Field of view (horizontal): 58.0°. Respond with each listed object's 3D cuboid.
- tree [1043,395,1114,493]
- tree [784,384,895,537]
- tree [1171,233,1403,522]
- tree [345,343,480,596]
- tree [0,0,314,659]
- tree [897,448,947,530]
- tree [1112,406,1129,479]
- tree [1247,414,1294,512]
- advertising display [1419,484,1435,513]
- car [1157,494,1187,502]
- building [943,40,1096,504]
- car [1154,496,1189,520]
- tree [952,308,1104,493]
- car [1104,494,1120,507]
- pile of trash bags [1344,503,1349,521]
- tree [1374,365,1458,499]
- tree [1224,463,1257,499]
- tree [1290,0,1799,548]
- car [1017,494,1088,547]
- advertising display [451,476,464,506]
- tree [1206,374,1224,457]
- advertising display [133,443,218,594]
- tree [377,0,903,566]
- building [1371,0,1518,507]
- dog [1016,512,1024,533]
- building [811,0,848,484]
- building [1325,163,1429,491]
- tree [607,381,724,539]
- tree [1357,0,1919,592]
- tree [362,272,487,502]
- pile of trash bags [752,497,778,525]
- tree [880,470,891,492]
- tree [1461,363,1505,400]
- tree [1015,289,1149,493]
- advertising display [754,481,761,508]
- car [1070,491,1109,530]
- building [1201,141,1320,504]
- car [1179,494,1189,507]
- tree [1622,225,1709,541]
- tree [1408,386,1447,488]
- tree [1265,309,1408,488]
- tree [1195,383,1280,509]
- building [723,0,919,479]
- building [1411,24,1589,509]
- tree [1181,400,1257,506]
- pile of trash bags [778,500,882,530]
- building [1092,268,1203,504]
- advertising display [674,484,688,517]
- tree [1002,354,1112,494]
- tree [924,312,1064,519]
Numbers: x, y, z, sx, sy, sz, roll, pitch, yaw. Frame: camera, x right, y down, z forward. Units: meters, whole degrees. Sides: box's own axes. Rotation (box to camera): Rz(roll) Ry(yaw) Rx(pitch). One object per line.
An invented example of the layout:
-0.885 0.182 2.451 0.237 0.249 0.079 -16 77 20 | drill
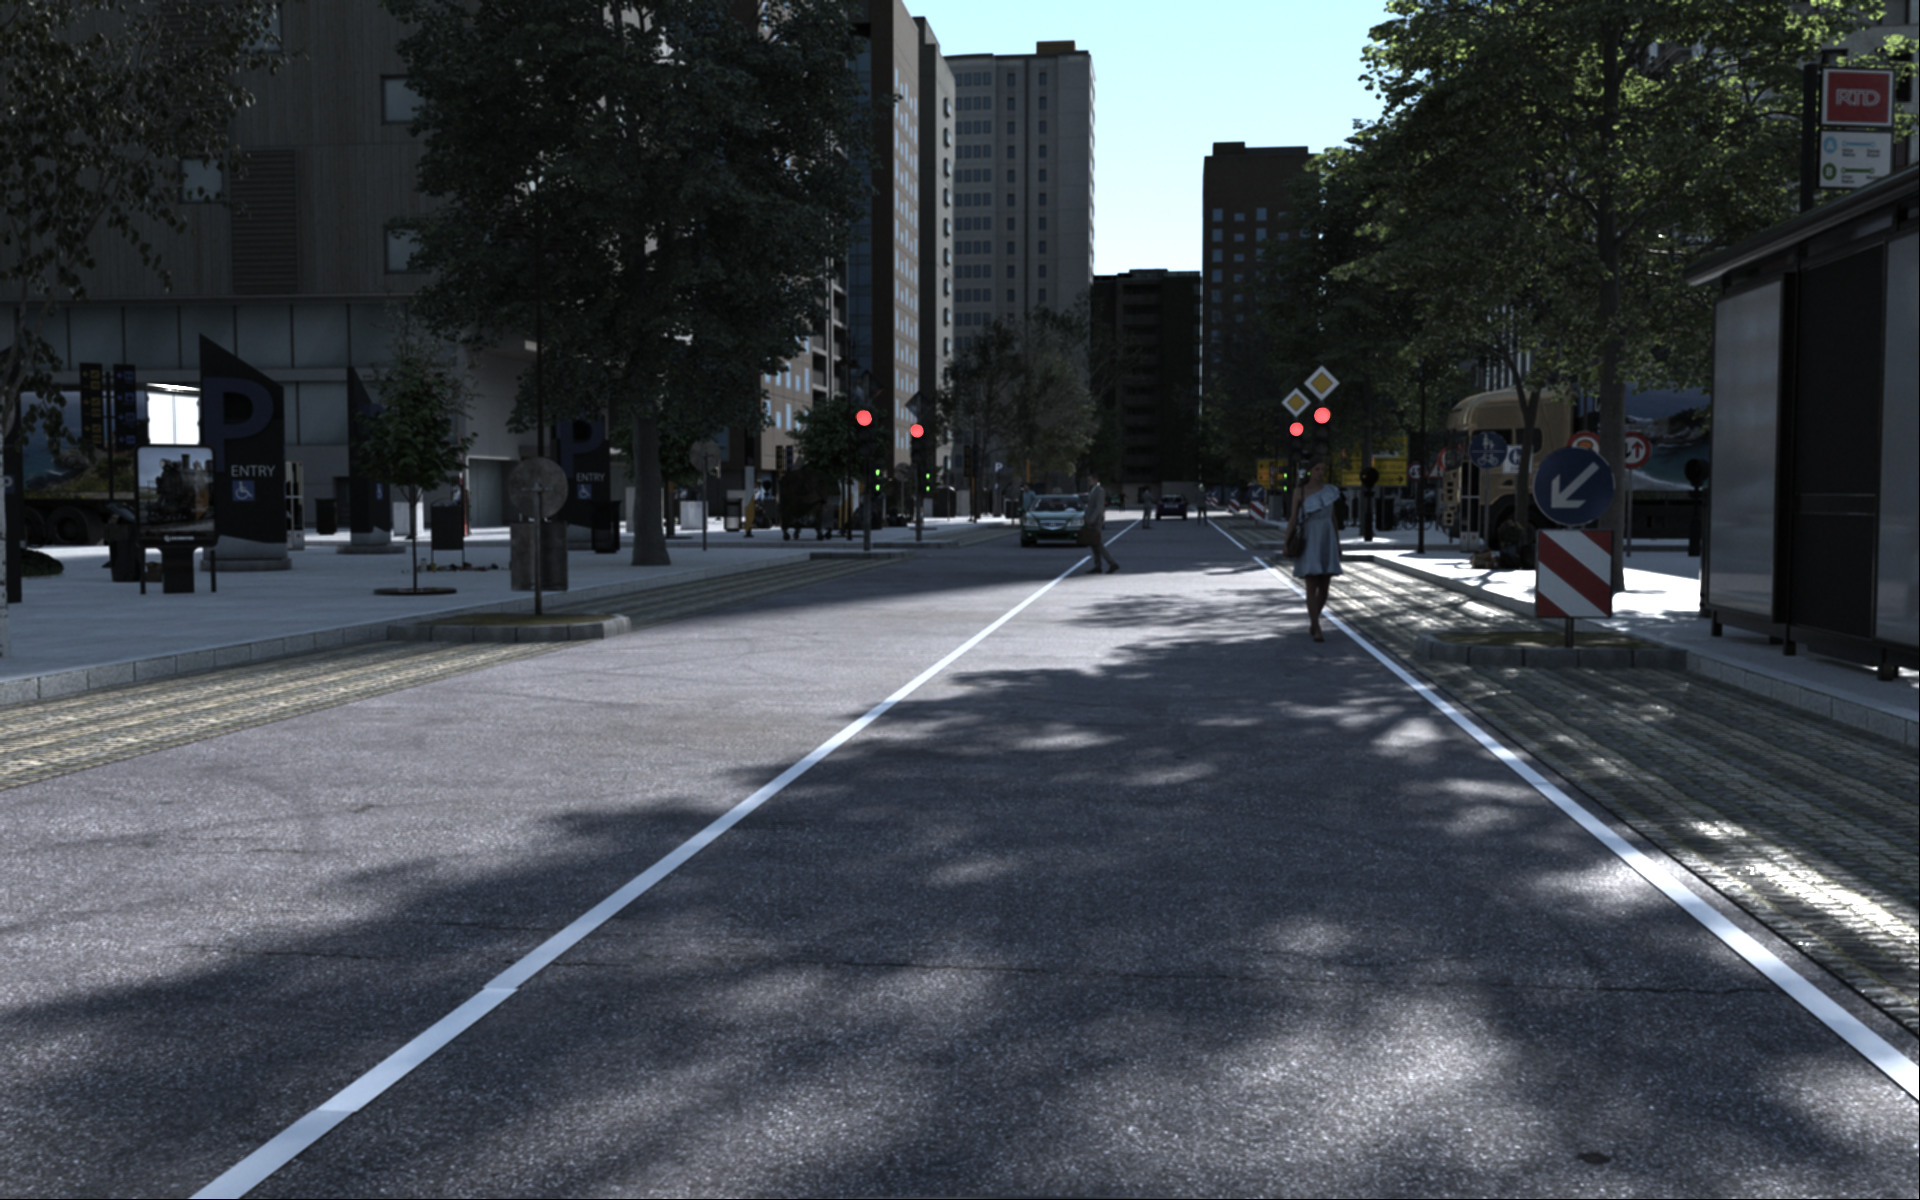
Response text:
12.342 -15.631 181.324 9.928 11.665 9.643 0 3 0 | tree
-3.596 -4.171 51.917 4.285 4.588 4.351 0 3 0 | tree
15.495 -10.432 80.927 12.009 13.543 11.850 0 3 0 | tree
-6.955 -1.700 22.394 1.663 3.219 1.824 0 3 0 | tree
-7.275 -3.853 13.352 4.360 8.622 3.978 0 3 0 | tree
-1.302 -4.151 62.473 1.663 3.219 1.824 0 3 0 | tree
15.600 -17.178 198.983 7.486 12.596 7.792 0 3 0 | tree
21.948 -10.570 123.175 4.360 8.622 3.978 0 3 0 | tree
28.672 -6.186 106.353 0.974 1.923 0.123 1 4 9 | advertising display
14.246 -6.524 116.451 2.009 1.686 4.222 1 4 8 | car
3.661 -42.086 230.106 28.212 58.520 21.231 0 4 7 | building
11.678 -5.080 95.637 1.945 1.354 3.894 0 4 7 | car
4.303 -12.488 114.547 12.009 13.543 11.850 0 3 0 | tree
16.901 -11.176 191.529 1.959 1.807 4.718 0 4 7 | car
18.305 -4.557 84.257 3.447 1.369 1.912 -2 4 -30 | pile of trash bags
23.988 -8.752 93.452 4.360 8.622 3.978 0 3 0 | tree
27.902 -11.517 172.014 4.285 4.588 4.351 0 3 0 | tree
10.217 -5.929 31.349 8.767 10.594 7.601 1 4 12 | tree
2.707 -2.229 48.242 2.131 1.459 4.920 0 4 6 | car
-18.046 -3.486 62.210 0.123 1.923 0.974 -3 4 -37 | advertising display
12.360 -8.203 52.252 7.486 12.596 7.792 0 3 0 | tree
-10.122 -1.050 22.374 0.974 1.923 0.123 -2 4 -35 | advertising display
-5.580 -7.591 30.766 9.857 13.997 8.962 0 3 0 | tree
51.748 -51.908 161.372 22.319 86.520 31.000 0 4 7 | building
2.489 -2.880 63.922 0.513 0.831 0.800 -3 4 -36 | dog
-17.468 -42.575 134.357 20.563 71.187 20.611 0 4 7 | building
60.126 -34.821 223.942 28.867 44.769 22.147 0 4 7 | building
-8.484 -4.057 50.046 4.285 4.588 4.351 0 3 0 | tree
8.469 -6.418 23.059 7.486 12.596 7.792 0 3 0 | tree
-18.104 -6.593 58.162 4.360 8.622 3.978 0 3 0 | tree
-7.269 -3.866 72.969 1.912 1.369 3.447 2 4 27 | pile of trash bags
-5.275 -7.410 115.750 1.663 3.219 1.824 0 3 0 | tree
29.441 -9.000 97.516 4.360 8.622 3.978 0 3 0 | tree
11.642 -18.468 157.839 12.611 20.169 13.585 0 3 0 | tree
-10.280 -5.018 87.260 0.123 1.923 0.974 1 4 20 | advertising display
4.963 -3.751 70.370 2.155 1.783 4.494 0 4 6 | car
38.282 -35.024 222.749 14.200 45.320 14.600 0 4 7 | building
18.100 -8.243 144.561 2.009 1.686 4.222 0 4 6 | car
19.111 -5.923 47.197 4.360 8.622 3.978 0 3 0 | tree
29.130 -9.781 110.280 4.737 8.622 4.395 0 3 0 | tree
13.508 -6.952 64.032 4.737 8.622 4.395 0 3 0 | tree
24.585 -13.900 153.015 9.928 11.665 9.643 0 3 0 | tree
-11.486 -30.691 151.913 14.600 45.320 14.200 0 4 7 | building
52.404 -27.065 134.391 32.217 40.220 23.993 0 4 7 | building
28.617 -16.610 188.585 9.611 12.733 9.660 0 3 0 | tree
-4.464 -3.215 62.321 3.447 1.369 1.912 2 4 27 | pile of trash bags
24.257 -27.732 225.113 14.107 30.474 14.160 0 4 7 | building
-15.685 -5.613 96.987 0.974 1.923 0.123 -3 5 -40 | advertising display
7.328 -13.418 137.505 7.486 12.596 7.792 0 3 0 | tree
1.211 -9.426 88.535 7.601 10.594 8.767 2 4 28 | tree
